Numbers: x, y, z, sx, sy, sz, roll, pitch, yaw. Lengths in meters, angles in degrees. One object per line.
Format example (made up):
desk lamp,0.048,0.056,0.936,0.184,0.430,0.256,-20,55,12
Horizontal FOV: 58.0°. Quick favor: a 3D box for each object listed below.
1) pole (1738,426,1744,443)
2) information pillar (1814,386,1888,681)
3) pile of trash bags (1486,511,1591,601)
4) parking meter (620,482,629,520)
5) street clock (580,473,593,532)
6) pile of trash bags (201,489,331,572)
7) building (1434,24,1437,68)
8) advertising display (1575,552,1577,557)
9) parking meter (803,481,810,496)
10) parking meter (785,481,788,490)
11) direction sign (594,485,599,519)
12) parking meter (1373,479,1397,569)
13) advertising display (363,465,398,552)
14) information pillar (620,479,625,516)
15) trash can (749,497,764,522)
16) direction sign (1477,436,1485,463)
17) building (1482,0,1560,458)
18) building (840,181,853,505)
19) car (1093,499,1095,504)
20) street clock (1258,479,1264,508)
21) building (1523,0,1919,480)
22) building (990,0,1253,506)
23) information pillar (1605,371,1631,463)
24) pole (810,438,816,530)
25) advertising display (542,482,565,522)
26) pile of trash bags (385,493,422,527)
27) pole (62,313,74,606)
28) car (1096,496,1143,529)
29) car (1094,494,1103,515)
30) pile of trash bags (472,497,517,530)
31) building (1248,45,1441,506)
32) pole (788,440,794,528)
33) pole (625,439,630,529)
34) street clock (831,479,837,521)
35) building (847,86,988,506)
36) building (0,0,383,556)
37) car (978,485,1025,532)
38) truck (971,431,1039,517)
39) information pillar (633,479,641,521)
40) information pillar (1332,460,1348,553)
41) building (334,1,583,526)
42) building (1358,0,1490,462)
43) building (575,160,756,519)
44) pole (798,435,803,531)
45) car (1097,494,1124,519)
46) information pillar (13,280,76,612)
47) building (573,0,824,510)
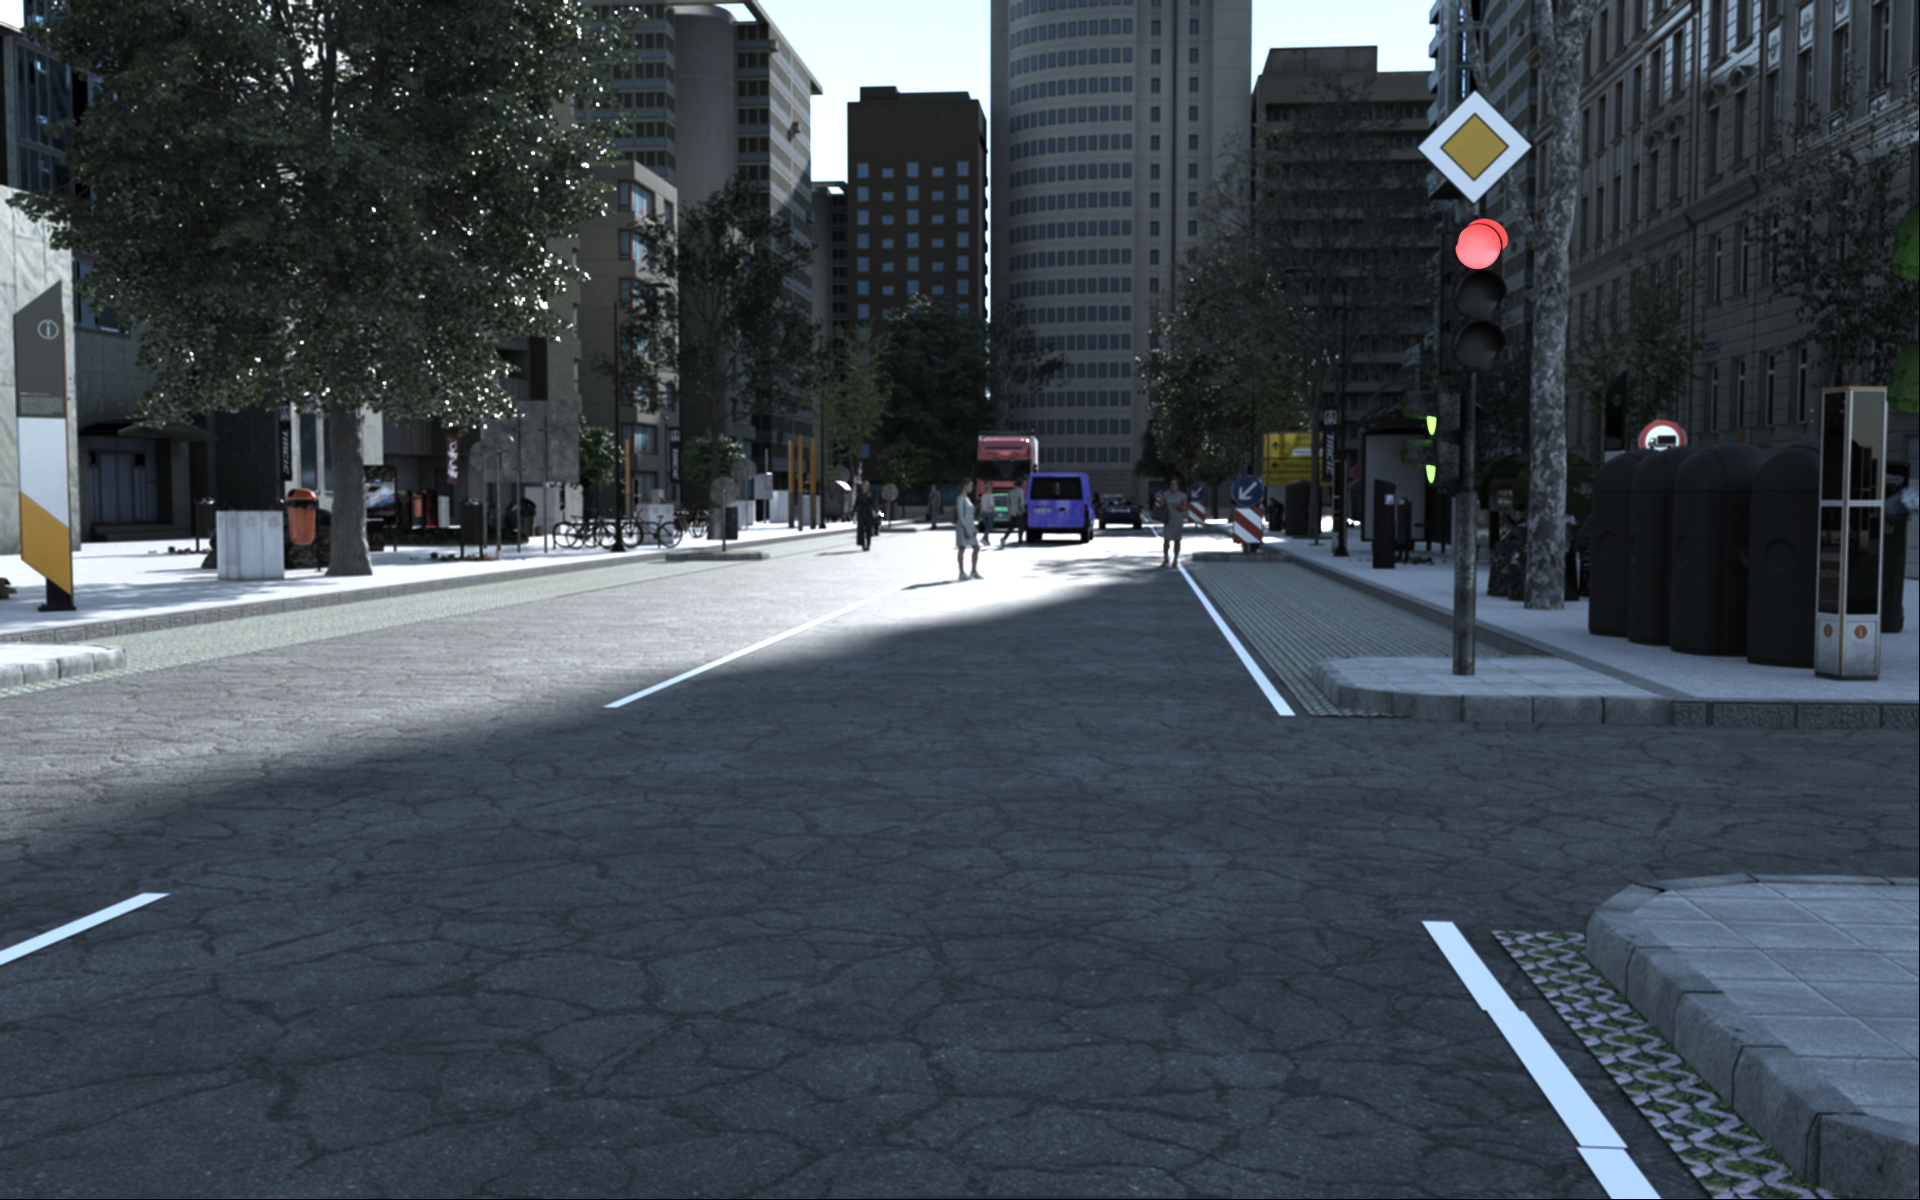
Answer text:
pole,23.250,-3.535,51.641,0.158,3.312,0.155,0,3,0
information pillar,6.159,-0.458,11.977,0.304,2.012,0.304,0,4,-7
pile of trash bags,8.255,-0.698,21.159,3.447,1.369,1.912,1,4,15
parking meter,-16.349,-4.824,84.581,0.399,1.863,0.255,2,4,24
street clock,-12.567,-3.284,58.271,0.471,2.002,0.358,-1,4,-12
pile of trash bags,-11.647,-1.214,29.602,1.912,1.369,3.447,-3,4,-37
building,67.415,-39.591,189.309,28.212,58.520,21.231,0,4,5
advertising display,12.408,-1.836,35.226,0.974,1.923,0.123,-2,4,-35
parking meter,-6.917,-4.441,78.321,0.255,1.863,0.399,1,4,19
parking meter,-7.828,-4.515,79.536,0.399,1.863,0.255,0,4,-7
direction sign,-18.852,-5.991,89.948,0.379,3.537,0.876,0,4,1
parking meter,7.330,-1.315,29.913,0.372,1.533,0.369,0,3,0
advertising display,-13.039,-2.041,38.590,0.974,1.923,0.123,0,4,-7
information pillar,-16.952,-5.050,87.066,0.304,2.012,0.304,2,4,35
trash can,-9.424,-4.214,80.548,0.748,1.137,0.748,0,3,0
direction sign,20.222,-4.619,67.510,0.379,3.537,0.876,-1,4,-9
building,44.536,-25.037,101.239,32.217,40.220,23.993,0,4,5
building,-23.032,-31.341,204.308,23.993,40.220,32.217,0,4,5
car,13.128,-9.057,158.301,2.015,1.641,3.980,0,4,5
street clock,14.869,-4.974,85.891,0.471,2.002,0.358,0,4,-6
building,32.451,-16.806,72.037,12.463,27.353,25.104,0,4,5
building,17.663,-39.894,194.268,28.212,58.520,21.231,0,4,5
information pillar,12.564,-2.560,33.219,0.183,3.616,0.504,-1,4,-19
pole,-5.324,-4.206,62.609,0.158,3.312,0.155,0,3,0
advertising display,-17.330,-4.198,73.850,0.974,1.923,0.123,0,4,7
pile of trash bags,-21.151,-3.268,63.183,3.447,1.369,1.912,-1,4,-17
pole,-10.188,-1.573,19.566,0.158,3.312,0.155,0,3,0
car,6.614,-3.616,71.696,1.945,1.354,3.894,0,4,4
car,10.253,-6.595,119.633,2.131,1.459,4.920,0,4,7
pile of trash bags,-16.112,-3.179,61.724,3.447,1.369,1.912,3,4,37
building,42.580,-34.731,191.551,21.600,48.544,21.300,0,4,5
pole,-6.378,-4.379,65.433,0.158,3.312,0.155,0,3,0
pole,-12.306,-4.298,64.117,0.158,3.312,0.155,0,3,0
street clock,-6.058,-4.798,83.022,0.358,2.002,0.471,-2,4,-28
building,-4.410,-33.217,193.211,14.200,45.320,14.600,0,4,5
building,-30.350,-44.623,42.262,22.319,86.520,31.000,0,4,5
car,1.722,-3.531,66.530,1.959,1.807,4.718,0,4,6
truck,2.195,-5.494,78.743,2.839,4.237,11.283,0,4,4
information pillar,-15.395,-4.775,82.567,0.304,2.012,0.304,0,4,2
information pillar,8.288,-2.036,37.789,0.304,2.012,0.304,1,4,18
building,-25.304,-18.497,74.125,14.160,30.474,14.107,0,4,5
building,43.320,-49.855,127.804,22.319,86.520,31.000,0,4,5
building,-29.190,-15.931,105.511,27.650,21.520,28.899,0,4,5
pole,-5.487,-4.018,59.532,0.158,3.312,0.155,0,3,0
car,8.893,-5.459,101.047,2.131,1.459,4.920,0,4,5
information pillar,-9.984,-1.683,18.869,0.504,3.616,0.183,-3,5,-41
building,-24.237,-27.191,136.454,23.993,40.220,32.217,0,4,5
